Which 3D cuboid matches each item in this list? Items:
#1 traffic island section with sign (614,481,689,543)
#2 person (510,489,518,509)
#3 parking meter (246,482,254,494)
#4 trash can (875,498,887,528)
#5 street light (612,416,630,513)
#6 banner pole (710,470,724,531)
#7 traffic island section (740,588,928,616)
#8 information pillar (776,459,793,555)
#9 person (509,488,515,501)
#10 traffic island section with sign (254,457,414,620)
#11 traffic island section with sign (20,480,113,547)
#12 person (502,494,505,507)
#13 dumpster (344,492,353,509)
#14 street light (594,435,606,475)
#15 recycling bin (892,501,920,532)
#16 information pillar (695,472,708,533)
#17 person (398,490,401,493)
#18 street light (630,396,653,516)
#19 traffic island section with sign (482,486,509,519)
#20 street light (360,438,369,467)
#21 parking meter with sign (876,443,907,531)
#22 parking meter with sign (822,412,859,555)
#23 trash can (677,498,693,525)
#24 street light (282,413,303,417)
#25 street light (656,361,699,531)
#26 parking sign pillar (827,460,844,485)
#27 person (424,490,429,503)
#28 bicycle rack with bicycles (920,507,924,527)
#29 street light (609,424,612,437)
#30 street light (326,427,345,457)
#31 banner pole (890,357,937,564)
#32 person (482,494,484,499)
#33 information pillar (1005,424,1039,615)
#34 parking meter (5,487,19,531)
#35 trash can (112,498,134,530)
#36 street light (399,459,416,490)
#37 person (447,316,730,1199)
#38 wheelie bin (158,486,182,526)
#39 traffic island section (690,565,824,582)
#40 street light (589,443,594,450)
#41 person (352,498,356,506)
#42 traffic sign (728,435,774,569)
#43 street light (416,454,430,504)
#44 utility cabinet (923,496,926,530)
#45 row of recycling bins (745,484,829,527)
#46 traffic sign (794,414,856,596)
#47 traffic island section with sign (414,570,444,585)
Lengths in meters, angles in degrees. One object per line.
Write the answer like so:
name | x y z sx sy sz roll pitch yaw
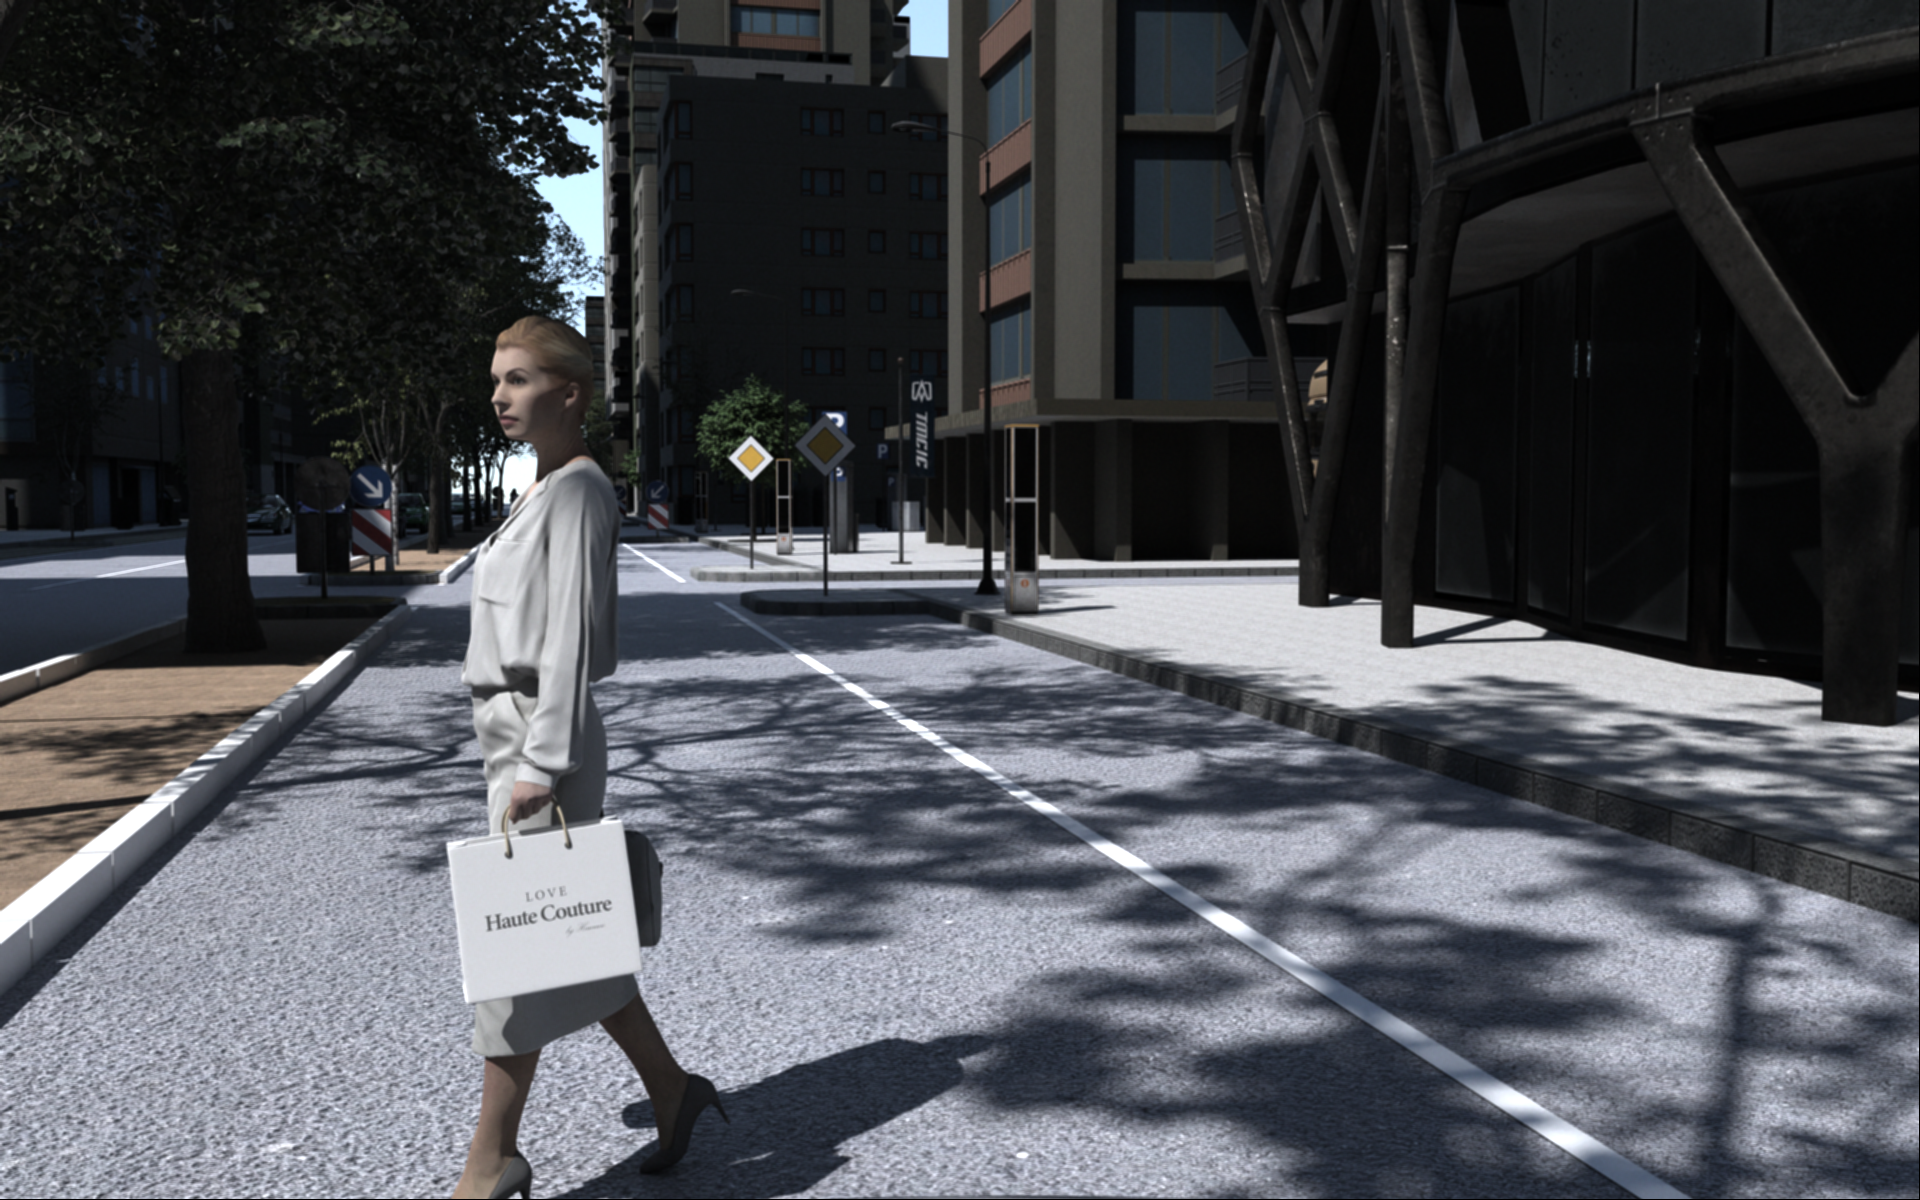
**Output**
traffic island section with sign | -9.136 -2.620 51.458 1.989 1.847 2.006 -1 4 -13
person | -26.701 -5.787 103.779 0.621 1.740 0.551 1 4 20
parking meter | -35.090 -4.886 85.599 0.255 1.863 0.399 0 4 4
trash can | -2.895 -3.313 65.824 0.748 1.137 0.748 0 3 0
street light | -19.671 -7.964 102.759 1.470 5.913 1.316 -1 4 -13
banner pole | -8.337 -4.265 59.749 0.401 3.779 0.863 -3 4 -37
traffic island section | -1.674 0.026 21.853 2.009 0.180 2.903 -1 4 -13
information pillar | -3.697 -1.958 36.503 0.304 2.012 0.304 0 4 3
person | -31.087 -6.870 120.765 0.705 1.831 1.348 -3 4 -37
traffic island section with sign | -7.683 -0.766 20.663 2.006 1.907 1.989 -1 4 -13
traffic island section with sign | -24.360 -2.369 47.353 1.989 1.847 2.006 -1 4 -13
person | -52.529 -11.573 198.534 0.721 1.723 1.217 2 4 26
dumpster | -40.174 -6.460 113.830 1.865 1.857 1.264 -1 4 -13
street light | -27.580 -9.962 135.415 1.470 5.913 1.316 -1 4 -13
recycling bin | -1.841 -2.833 58.867 0.722 1.027 0.722 2 4 29
information pillar | -8.509 -3.214 57.041 0.304 2.012 0.304 3 5 41
person | -41.877 -7.361 129.644 1.217 1.735 0.721 3 4 36
street light | -14.711 -6.686 81.862 1.470 5.913 1.316 -1 4 -13
traffic island section with sign | -26.959 -5.676 100.935 2.006 1.907 1.989 -1 4 -13
street light | -48.571 -10.365 142.009 1.470 5.913 1.316 -1 4 -13
parking meter with sign | -2.162 -3.903 60.081 0.543 3.016 1.738 2 4 34
parking meter with sign | -2.543 -2.521 37.475 0.543 3.016 1.738 0 4 7
trash can | -11.364 -3.667 71.602 0.748 1.137 0.748 0 3 0
street light | -38.495 -7.780 99.740 1.470 5.913 1.316 -1 4 -13
street light | -9.704 -5.381 60.526 1.470 5.913 1.316 -1 4 -13
parking sign pillar | -5.087 -5.028 70.673 1.447 3.967 1.447 1 4 8
person | -39.105 -7.181 126.699 0.721 1.735 1.217 -2 4 -26
bicycle rack with bicycles | -1.558 -3.427 69.418 2.925 0.926 2.852 -3 4 -38
street light | -22.470 -8.686 114.555 1.470 5.913 1.316 -1 4 -13
street light | -43.489 -9.057 120.628 1.470 5.913 1.316 -1 4 -13
banner pole | -0.855 -2.559 31.853 0.863 3.779 0.401 0 4 -8
person | -51.335 -10.678 186.352 0.557 1.426 1.065 0 4 -4
information pillar | 0.657 -0.855 18.463 0.304 2.012 0.304 -1 4 -12
parking meter | -33.346 -3.211 60.914 0.372 1.533 0.369 0 3 0
trash can | -30.114 -3.102 62.368 0.748 1.137 0.748 0 3 0
street light | -57.994 -12.746 180.936 1.470 5.913 1.316 -1 4 -13
person | -0.772 0.331 3.443 0.624 1.780 0.694 -1 4 -10
wheelie bin | -31.770 -3.772 69.586 0.693 1.594 0.980 0 4 8
traffic island section | -3.539 -0.449 29.618 2.009 0.180 2.903 -1 4 -13
street light | -32.537 -11.240 156.312 1.470 5.913 1.316 -1 4 -13
person | -22.779 -3.490 65.426 0.748 1.841 0.638 -3 5 -44
traffic sign | -3.560 -1.584 29.536 0.795 2.450 0.064 -1 4 -13
street light | -63.045 -14.062 202.459 1.470 5.913 1.316 -1 4 -13
utility cabinet | -0.804 -3.092 61.716 1.020 1.237 0.306 2 4 34
row of recycling bins | -6.606 -3.705 67.684 3.534 1.692 1.069 -1 4 -20
traffic sign | -1.695 -1.109 21.771 0.795 2.450 0.064 -1 4 -13
traffic island section with sign | -9.403 -1.207 27.868 2.006 1.907 1.989 -1 4 -13
